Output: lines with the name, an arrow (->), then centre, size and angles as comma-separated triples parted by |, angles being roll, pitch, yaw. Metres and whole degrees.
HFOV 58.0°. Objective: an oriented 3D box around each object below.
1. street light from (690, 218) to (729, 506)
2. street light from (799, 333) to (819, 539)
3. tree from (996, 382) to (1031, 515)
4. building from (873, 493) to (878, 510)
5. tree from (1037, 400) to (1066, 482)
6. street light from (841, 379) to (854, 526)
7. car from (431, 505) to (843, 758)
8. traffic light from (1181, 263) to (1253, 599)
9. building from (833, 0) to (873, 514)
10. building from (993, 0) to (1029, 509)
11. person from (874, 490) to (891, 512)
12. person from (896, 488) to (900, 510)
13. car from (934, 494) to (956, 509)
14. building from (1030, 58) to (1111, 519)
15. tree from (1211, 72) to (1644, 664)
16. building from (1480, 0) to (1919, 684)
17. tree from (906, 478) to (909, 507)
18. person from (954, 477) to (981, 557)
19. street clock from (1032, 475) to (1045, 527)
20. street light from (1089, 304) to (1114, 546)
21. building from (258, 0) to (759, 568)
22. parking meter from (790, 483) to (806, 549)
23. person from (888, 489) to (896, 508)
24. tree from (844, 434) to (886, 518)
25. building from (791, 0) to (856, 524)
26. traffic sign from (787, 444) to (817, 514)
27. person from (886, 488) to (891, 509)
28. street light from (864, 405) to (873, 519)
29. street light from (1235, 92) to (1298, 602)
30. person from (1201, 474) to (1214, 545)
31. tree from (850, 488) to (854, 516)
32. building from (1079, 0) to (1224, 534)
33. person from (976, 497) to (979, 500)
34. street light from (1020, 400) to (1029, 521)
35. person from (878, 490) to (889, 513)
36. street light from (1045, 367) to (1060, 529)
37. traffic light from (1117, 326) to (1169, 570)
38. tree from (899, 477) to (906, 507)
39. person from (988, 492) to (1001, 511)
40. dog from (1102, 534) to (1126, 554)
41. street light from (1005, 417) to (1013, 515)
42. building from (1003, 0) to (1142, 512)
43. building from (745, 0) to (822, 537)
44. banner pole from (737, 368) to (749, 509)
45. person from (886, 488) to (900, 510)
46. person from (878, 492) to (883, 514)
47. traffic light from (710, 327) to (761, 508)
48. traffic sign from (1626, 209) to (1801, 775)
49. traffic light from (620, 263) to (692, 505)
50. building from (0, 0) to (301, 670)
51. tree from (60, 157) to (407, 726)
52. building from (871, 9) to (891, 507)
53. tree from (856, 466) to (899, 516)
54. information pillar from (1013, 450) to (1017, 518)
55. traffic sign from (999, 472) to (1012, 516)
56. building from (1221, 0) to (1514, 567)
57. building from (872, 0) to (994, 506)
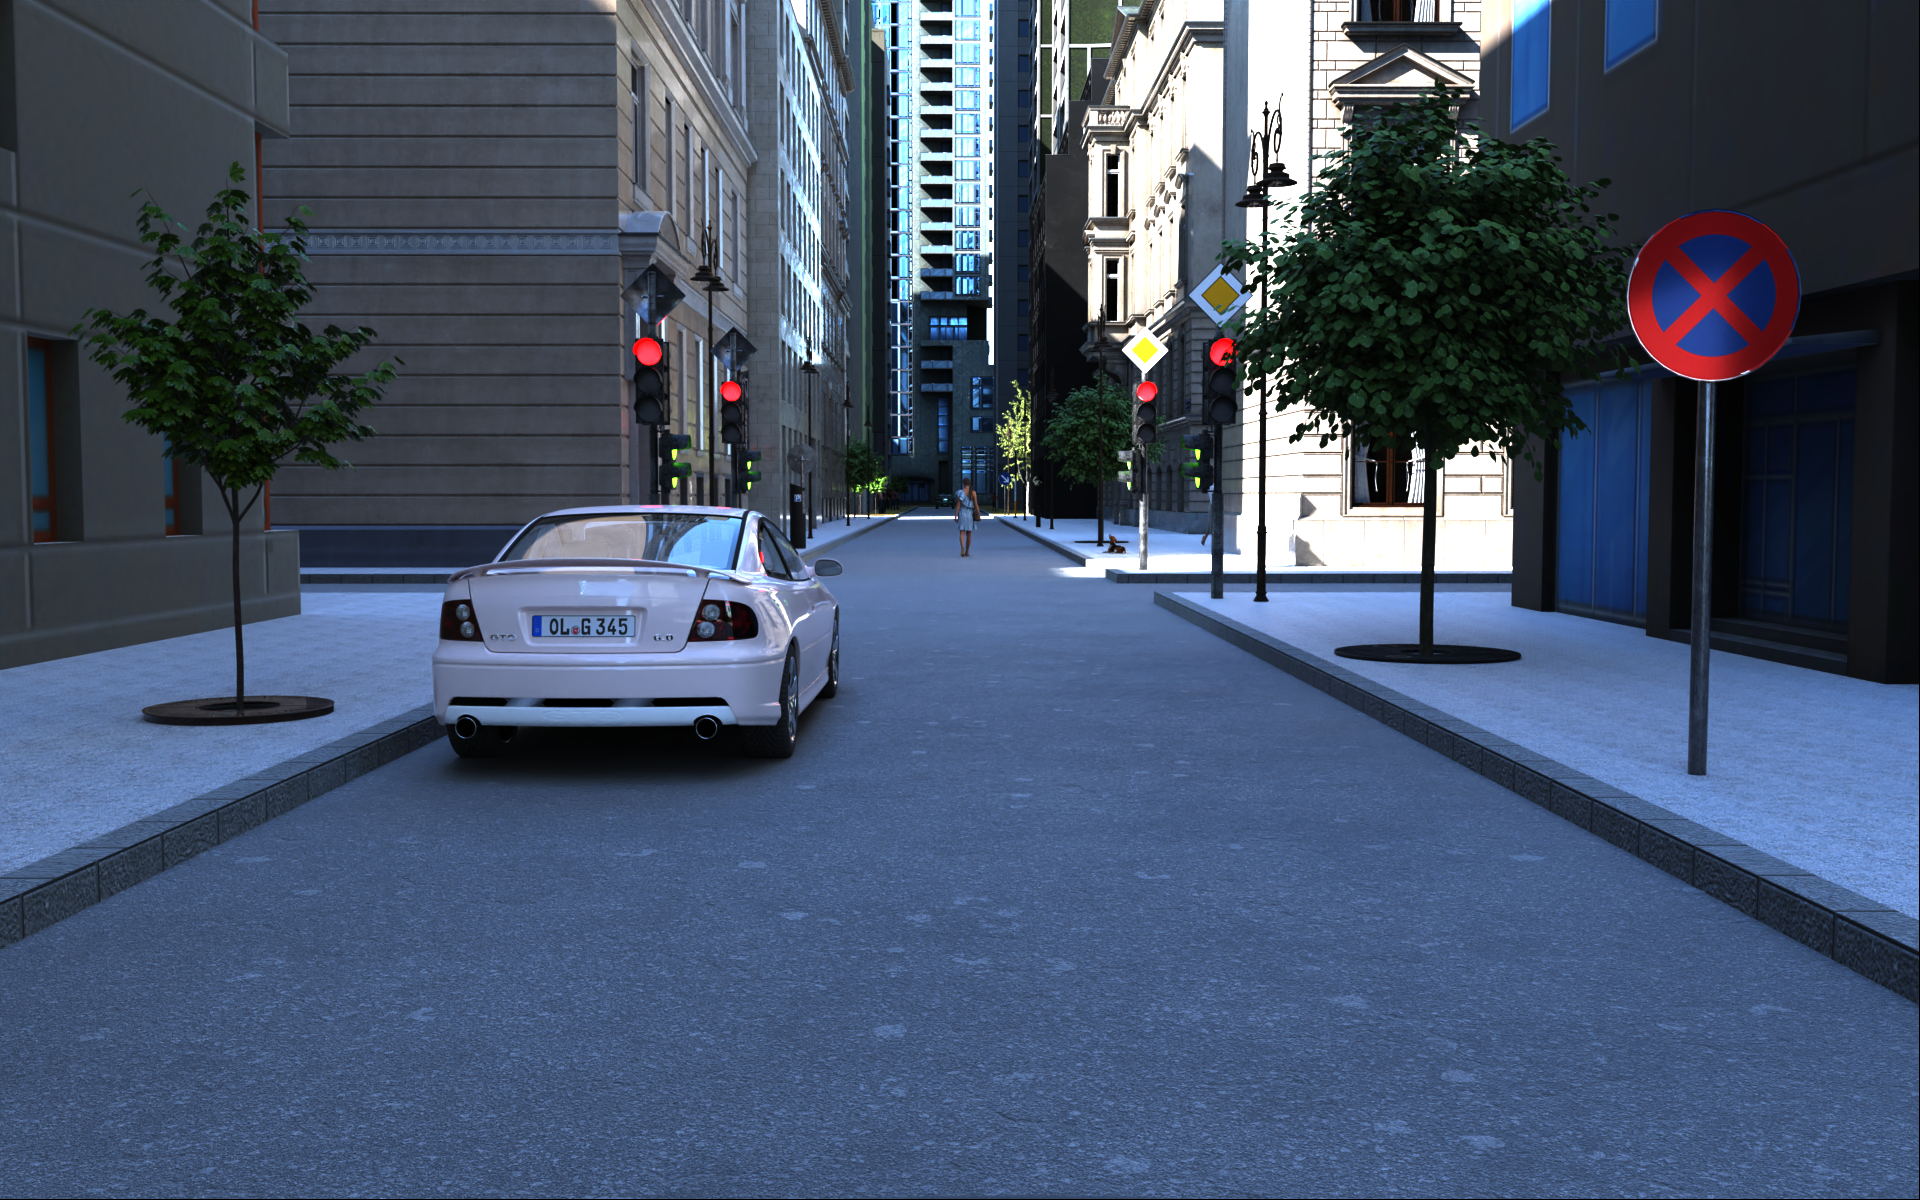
street light -> -4.217, -3.459, 29.342 | 0.468, 5.910, 1.993 | 0, 4, 0
street light -> -4.323, -4.714, 49.856 | 0.468, 5.910, 1.993 | 0, 4, 0
tree -> 4.179, -9.598, 107.295 | 4.737, 8.622, 4.395 | 0, 3, 0
building -> -17.161, -42.995, 141.222 | 20.563, 71.187, 20.611 | 0, 4, 0
tree -> 3.679, -3.794, 45.753 | 4.285, 4.588, 4.351 | 0, 3, 0
street light -> -4.516, -5.935, 69.828 | 0.468, 5.910, 1.993 | 0, 4, 0
car -> -1.809, 0.097, 10.781 | 2.083, 1.381, 4.827 | 0, 4, 1
traffic light -> 3.143, -1.973, 21.185 | 0.839, 4.253, 0.868 | 0, 4, 0
building -> -13.624, -26.988, 124.847 | 14.154, 41.232, 14.086 | 0, 4, 0
building -> 13.682, -38.075, 164.519 | 21.231, 58.520, 28.212 | 0, 4, 0
person -> -5.537, -7.241, 124.527 | 1.348, 1.812, 0.705 | -2, 4, -24
person -> -4.975, -8.185, 140.588 | 0.721, 1.735, 1.217 | 0, 4, 6
car -> -1.435, -9.496, 167.063 | 2.131, 1.459, 4.920 | 0, 4, 0
building -> 10.476, -16.324, 96.583 | 12.332, 23.373, 15.834 | 0, 4, 0
tree -> 3.749, -1.825, 13.554 | 4.285, 4.588, 4.351 | 0, 3, 0
building -> 12.923, -22.124, 11.840 | 14.600, 45.320, 14.200 | 0, 4, 0
tree -> -5.651, -11.179, 177.370 | 1.663, 3.219, 1.824 | 0, 3, 0
person -> 0.177, -1.896, 39.597 | 0.616, 1.811, 0.778 | 0, 4, 4
street clock -> 3.034, -3.822, 67.064 | 0.471, 2.002, 0.358 | 0, 4, 1
street light -> 3.435, -4.250, 42.274 | 0.468, 5.910, 1.993 | 0, 4, 0
building -> -12.115, -15.482, 39.029 | 13.634, 28.700, 20.117 | 0, 4, 0
parking meter -> -3.817, -1.980, 40.782 | 0.372, 1.533, 0.369 | 0, 3, 0
person -> -6.216, -9.068, 155.135 | 1.217, 1.723, 0.721 | 2, 4, 34
tree -> -5.773, -6.749, 94.055 | 4.285, 4.588, 4.351 | 0, 3, 0
building -> -11.570, -17.201, 78.494 | 12.463, 27.353, 25.104 | 0, 4, 0
traffic sign -> -4.024, -2.693, 44.141 | 0.768, 2.556, 0.104 | 0, 3, 0
person -> -6.108, -8.508, 145.169 | 1.348, 1.821, 0.705 | -3, 5, -40
street light -> -4.745, -7.153, 89.746 | 0.468, 5.910, 1.993 | 0, 4, 0
street light -> 3.599, -2.920, 20.524 | 0.468, 5.910, 1.993 | 0, 4, 0
person -> 6.237, -2.232, 42.769 | 0.478, 1.798, 0.641 | -3, 5, -43
tree -> -6.089, -6.666, 103.590 | 1.663, 3.219, 1.824 | 0, 3, 0
building -> 12.290, -15.428, 71.325 | 14.460, 24.649, 34.723 | 0, 4, 0
person -> 0.920, -7.447, 130.972 | 1.217, 1.735, 0.721 | 2, 4, 31
street light -> 3.142, -6.785, 83.721 | 0.468, 5.910, 1.993 | 0, 4, 0
person -> -5.106, -6.634, 114.535 | 0.705, 1.821, 1.348 | -2, 4, -34
street light -> 3.345, -5.516, 62.974 | 0.468, 5.910, 1.993 | 0, 4, 0
traffic light -> 3.082, -2.462, 29.170 | 0.839, 4.253, 0.868 | 0, 4, 0
tree -> -6.017, -9.939, 157.103 | 1.663, 3.219, 1.824 | 0, 3, 0
person -> 2.643, -7.567, 133.029 | 1.065, 1.426, 0.557 | 1, 4, 23
dog -> 3.324, -1.204, 37.427 | 0.550, 0.427, 0.748 | 1, 4, 10
street light -> 2.907, -8.003, 103.639 | 0.468, 5.910, 1.993 | 0, 4, 0
building -> 14.027, -42.906, 139.768 | 20.563, 71.187, 20.611 | 0, 4, 0
building -> -10.446, -12.417, 57.773 | 10.420, 20.320, 16.860 | 0, 4, 0
banner pole -> -3.905, -2.518, 31.179 | 0.401, 3.779, 0.863 | -1, 4, -23
person -> -5.230, -7.892, 135.791 | 1.217, 1.743, 0.721 | 1, 4, 15
person -> -5.087, -6.447, 112.166 | 0.721, 1.736, 1.217 | -1, 4, -9
traffic light -> -3.779, -2.458, 29.102 | 0.839, 4.253, 0.868 | 0, 4, 0
traffic sign -> 3.377, -0.474, 7.857 | 0.768, 2.556, 0.104 | 0, 4, 3
traffic light -> -3.718, -1.969, 21.117 | 0.839, 4.253, 0.868 | 0, 4, 0
building -> -21.375, -9.717, 3.913 | 28.899, 21.520, 27.650 | 0, 4, 0
tree -> -4.062, -0.944, 10.032 | 1.663, 3.219, 1.824 | 0, 3, 0
building -> -17.658, -33.319, 168.471 | 21.600, 48.544, 21.300 | 0, 4, 0
tree -> -4.827, -6.484, 100.609 | 1.663, 3.219, 1.824 | 0, 3, 0
information pillar -> 2.986, -6.212, 92.923 | 0.183, 3.616, 0.504 | 0, 4, 7
traffic sign -> 2.639, -6.195, 101.395 | 0.768, 2.556, 0.104 | 0, 4, 2
building -> 14.962, -10.409, 34.815 | 19.286, 19.102, 10.561 | 0, 4, 0
building -> -9.381, -54.099, 197.186 | 31.000, 86.520, 22.319 | 0, 4, 0
